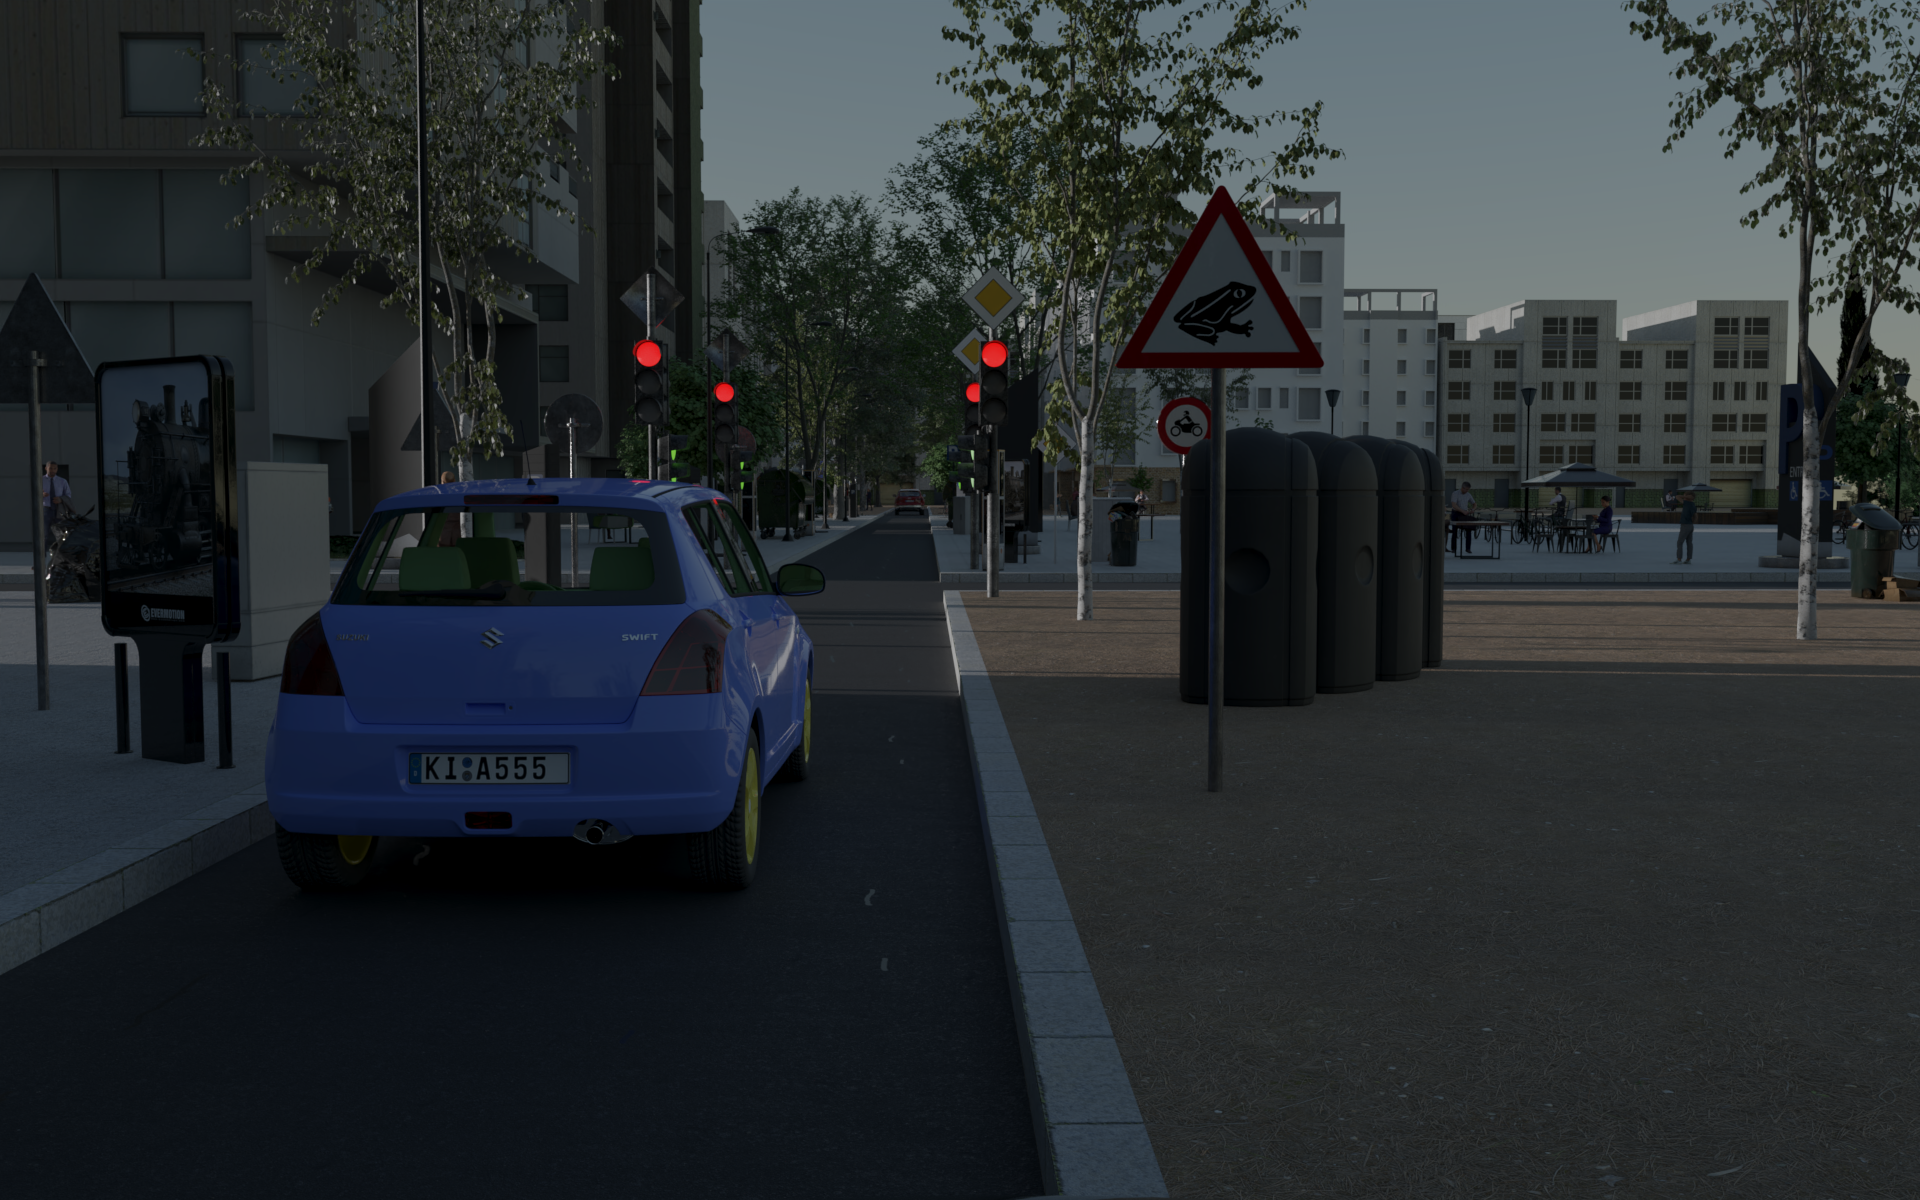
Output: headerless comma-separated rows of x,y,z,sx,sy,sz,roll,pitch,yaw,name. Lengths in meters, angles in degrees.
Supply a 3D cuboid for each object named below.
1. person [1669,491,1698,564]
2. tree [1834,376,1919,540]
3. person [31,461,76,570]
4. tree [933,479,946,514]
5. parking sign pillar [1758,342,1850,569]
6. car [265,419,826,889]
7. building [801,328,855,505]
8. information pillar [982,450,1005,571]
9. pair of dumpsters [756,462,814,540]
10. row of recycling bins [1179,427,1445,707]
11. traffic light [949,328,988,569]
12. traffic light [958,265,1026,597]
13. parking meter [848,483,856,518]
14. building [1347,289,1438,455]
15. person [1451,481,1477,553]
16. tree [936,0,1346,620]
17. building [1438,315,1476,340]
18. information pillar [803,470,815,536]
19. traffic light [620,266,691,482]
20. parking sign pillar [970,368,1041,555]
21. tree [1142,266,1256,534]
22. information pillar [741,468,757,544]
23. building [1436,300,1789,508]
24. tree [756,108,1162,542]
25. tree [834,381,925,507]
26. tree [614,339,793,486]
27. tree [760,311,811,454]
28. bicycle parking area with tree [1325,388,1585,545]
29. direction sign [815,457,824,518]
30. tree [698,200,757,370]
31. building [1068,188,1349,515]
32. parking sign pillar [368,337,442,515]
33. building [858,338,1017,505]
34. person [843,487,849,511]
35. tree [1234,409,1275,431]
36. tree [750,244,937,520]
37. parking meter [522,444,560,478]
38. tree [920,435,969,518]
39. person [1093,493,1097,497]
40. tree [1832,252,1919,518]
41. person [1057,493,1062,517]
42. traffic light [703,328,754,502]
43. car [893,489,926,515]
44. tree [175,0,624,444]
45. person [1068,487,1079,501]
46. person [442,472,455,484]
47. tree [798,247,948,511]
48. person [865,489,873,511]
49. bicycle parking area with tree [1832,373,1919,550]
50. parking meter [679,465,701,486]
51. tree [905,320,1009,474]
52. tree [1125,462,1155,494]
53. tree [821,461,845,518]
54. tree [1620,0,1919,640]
13.267,-1.333,31.739,0.435,1.345,0.340,-3,5,-42,person
25.320,-3.966,48.558,4.285,4.588,4.351,0,3,0,tree
-15.344,-1.431,29.313,0.709,1.838,0.599,-2,4,-35,person
-1.063,-7.302,113.987,1.663,3.219,1.824,0,3,0,tree
14.775,-2.553,30.221,1.447,3.967,1.447,0,4,3,parking sign pillar
-1.585,0.123,7.576,1.945,1.707,3.694,0,4,0,car
-17.712,-21.227,203.483,11.380,20.091,16.016,0,4,-1,building
0.554,-1.489,28.831,0.304,2.012,0.304,1,4,20,information pillar
-5.155,-2.947,50.678,1.574,2.255,4.437,0,4,-1,pair of dumpsters
2.540,-0.292,11.886,1.069,1.692,3.534,2,4,32,row of recycling bins
0.232,-2.478,29.434,0.839,4.253,0.868,0,4,-1,traffic light
0.392,-1.990,21.451,0.839,4.253,0.868,0,4,-1,traffic light
-5.843,-5.388,93.806,0.399,1.863,0.255,-1,4,-19,parking meter
37.971,-18.941,166.107,11.380,20.091,16.016,0,4,-1,building
10.947,-1.795,37.604,0.614,1.554,0.590,-1,4,-10,person
1.477,-4.108,17.534,4.737,8.622,4.395,0,3,0,tree
47.979,-22.480,211.520,32.646,21.610,27.936,0,4,-1,building
-4.631,-2.974,53.117,0.304,2.012,0.304,1,4,8,information pillar
-3.768,-1.984,21.352,0.839,4.253,0.868,0,4,-1,traffic light
1.016,-2.973,37.088,1.447,3.967,1.447,0,4,-1,parking sign pillar
7.412,-6.451,55.832,4.360,8.622,3.978,0,3,0,tree
-4.700,-2.082,38.538,0.304,2.012,0.304,0,4,5,information pillar
59.498,-18.334,166.225,31.486,18.905,16.747,0,4,-1,building
1.590,-7.363,46.135,9.928,11.665,9.643,0,3,0,tree
-8.160,-15.434,169.351,9.611,12.733,9.660,0,3,0,tree
-5.191,-3.192,35.897,4.285,4.588,4.351,0,3,0,tree
-5.877,-7.226,68.506,4.737,8.622,4.395,0,3,0,tree
12.724,-3.674,47.066,8.231,4.147,9.016,1,4,22,bicycle parking area with tree
-7.717,-6.168,92.849,0.876,3.537,0.379,1,4,19,direction sign
-4.897,-8.055,57.448,9.928,11.665,9.643,0,3,0,tree
15.707,-15.688,112.924,16.016,20.091,11.380,0,4,-1,building
-9.618,-2.541,30.024,1.447,3.967,1.447,2,4,29,parking sign pillar
3.756,-20.669,204.402,31.486,18.905,16.747,0,4,-1,building
-8.735,-7.784,133.243,0.705,1.831,1.348,2,4,33,person
6.906,-2.764,39.788,1.663,3.219,1.824,0,3,0,tree
-5.938,-10.982,86.208,9.857,13.997,8.962,0,3,0,tree
-4.913,-0.895,20.341,0.399,1.863,0.255,2,4,25,parking meter
-0.469,-6.772,94.438,4.285,4.588,4.351,0,3,0,tree
7.187,-5.113,93.548,0.340,1.345,0.435,3,5,41,person
52.558,-11.604,91.540,13.155,14.587,18.604,-1,4,-21,tree
5.462,-5.248,95.764,0.340,1.345,0.435,3,5,44,person
-3.928,-2.472,29.335,0.839,4.253,0.868,0,4,-1,traffic light
-3.473,-6.742,118.906,2.281,1.827,5.304,0,4,-2,car
-4.936,-4.041,16.431,4.360,8.622,3.978,0,3,0,tree
7.164,-6.216,108.401,0.721,1.743,1.217,-2,4,-32,person
-6.110,-0.753,20.618,0.482,1.546,0.388,-2,4,-31,person
-6.080,-16.778,130.202,12.611,20.169,13.585,0,3,0,tree
-7.098,-7.805,134.577,0.530,1.710,0.541,-3,4,-36,person
24.842,-3.327,41.404,8.231,4.147,9.016,0,4,4,bicycle parking area with tree
-5.275,-1.724,33.896,0.399,1.863,0.255,3,4,38,parking meter
0.019,-11.312,103.074,7.486,12.596,7.792,0,3,0,tree
10.863,-6.638,103.128,1.663,3.219,1.824,0,3,0,tree
-7.095,-6.111,94.520,1.663,3.219,1.824,0,3,0,tree
7.659,-3.947,14.894,4.360,8.622,3.978,0,3,0,tree
